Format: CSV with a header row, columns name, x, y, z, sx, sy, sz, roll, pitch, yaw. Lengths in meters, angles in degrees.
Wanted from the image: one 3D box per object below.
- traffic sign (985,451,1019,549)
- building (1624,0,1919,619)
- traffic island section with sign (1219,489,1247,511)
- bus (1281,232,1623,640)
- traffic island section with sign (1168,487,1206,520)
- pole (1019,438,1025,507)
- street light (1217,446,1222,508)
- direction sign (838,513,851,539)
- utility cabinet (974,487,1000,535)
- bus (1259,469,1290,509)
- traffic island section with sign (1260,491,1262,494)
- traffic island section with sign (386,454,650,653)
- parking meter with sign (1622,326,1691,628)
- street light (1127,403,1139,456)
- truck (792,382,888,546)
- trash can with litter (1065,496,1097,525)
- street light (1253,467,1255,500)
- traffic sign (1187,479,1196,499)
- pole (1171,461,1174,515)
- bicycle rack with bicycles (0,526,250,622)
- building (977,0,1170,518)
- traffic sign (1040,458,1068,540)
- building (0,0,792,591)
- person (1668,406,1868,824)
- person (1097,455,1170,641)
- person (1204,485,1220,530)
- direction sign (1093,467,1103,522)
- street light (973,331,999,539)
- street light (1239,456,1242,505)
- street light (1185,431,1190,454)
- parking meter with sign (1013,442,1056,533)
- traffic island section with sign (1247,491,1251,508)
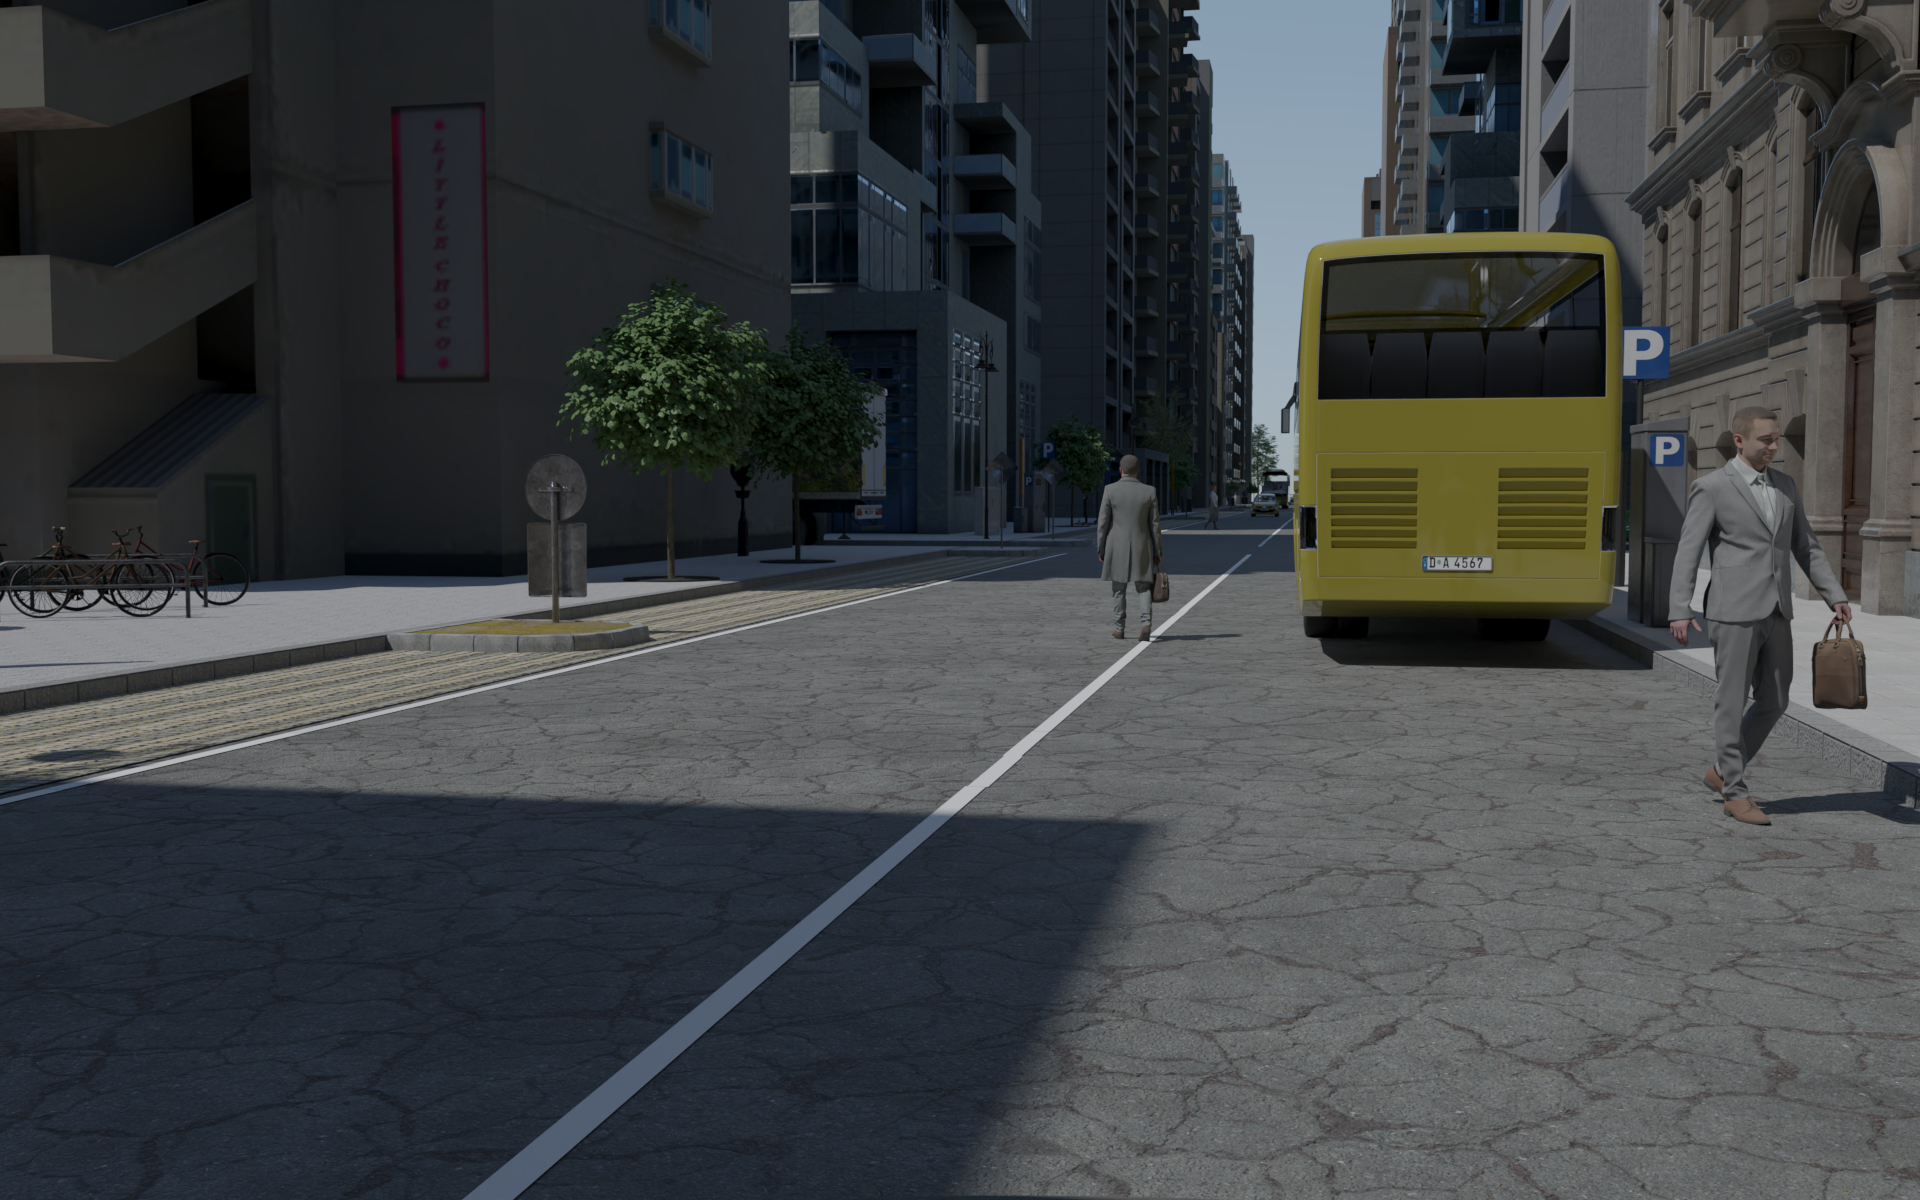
name,x,y,z,sx,sy,sz,roll,pitch,yaw
traffic sign,0.982,-2.262,40.628,0.795,2.450,0.064,1,4,12
building,15.671,-12.160,17.906,14.460,24.649,34.723,1,4,12
traffic island section with sign,22.938,-8.409,146.117,1.989,1.847,2.006,1,4,12
bus,5.144,-1.737,19.940,2.896,3.916,12.252,1,4,11
traffic island section with sign,12.778,-5.425,97.325,1.989,1.847,2.006,1,4,12
pole,2.252,-4.242,63.207,0.158,3.312,0.155,0,3,0
street light,24.226,-11.585,162.201,0.468,5.910,1.993,1,4,12
direction sign,-3.287,-3.490,49.053,0.876,3.537,0.379,-1,4,-20
utility cabinet,0.858,-2.767,53.915,0.318,1.500,1.173,2,4,28
bus,31.165,-10.961,170.758,2.896,3.916,12.252,1,4,12
traffic island section with sign,45.277,-14.964,253.294,1.989,1.847,2.006,1,4,12
traffic island section with sign,-4.076,-0.482,16.512,1.989,1.847,2.006,1,4,12
parking meter with sign,6.959,-1.287,17.307,0.543,3.016,1.738,1,4,10
street light,8.780,-7.045,87.978,0.468,5.910,1.993,1,4,12
truck,-7.658,-3.483,45.860,11.283,4.237,2.839,1,4,13
trash can with litter,5.081,-3.704,71.610,1.678,1.210,2.233,1,4,9
street light,41.372,-16.576,243.802,0.468,5.910,1.993,1,4,12
traffic sign,16.320,-7.491,122.591,0.768,2.556,0.104,1,4,17
pole,12.929,-6.816,105.287,0.158,3.312,0.155,0,3,0
bicycle rack with bicycles,-9.276,-0.314,18.516,2.925,0.926,2.852,-1,4,-17
building,1.981,-40.633,102.604,20.563,71.187,20.611,1,4,12
traffic sign,2.612,-2.740,48.446,0.795,2.450,0.064,1,4,12
building,-16.450,-24.949,31.614,21.600,48.544,21.300,1,4,12
person,3.489,0.063,7.592,0.709,1.813,0.853,-1,4,-16
person,1.688,-0.512,16.968,0.694,1.812,0.767,0,4,-1
person,10.112,-3.717,69.505,0.641,1.798,0.478,2,4,26
direction sign,6.205,-5.276,78.257,0.379,3.537,0.876,2,4,35
street light,0.754,-4.674,49.215,0.468,5.910,1.993,1,4,12
street light,33.315,-14.248,205.737,0.468,5.910,1.993,1,4,12
street light,16.311,-9.255,124.107,0.468,5.910,1.993,1,4,12
parking meter with sign,2.444,-3.732,57.277,0.543,3.016,1.738,3,5,40
traffic island section with sign,28.445,-10.023,172.506,1.989,1.847,2.006,1,4,12
